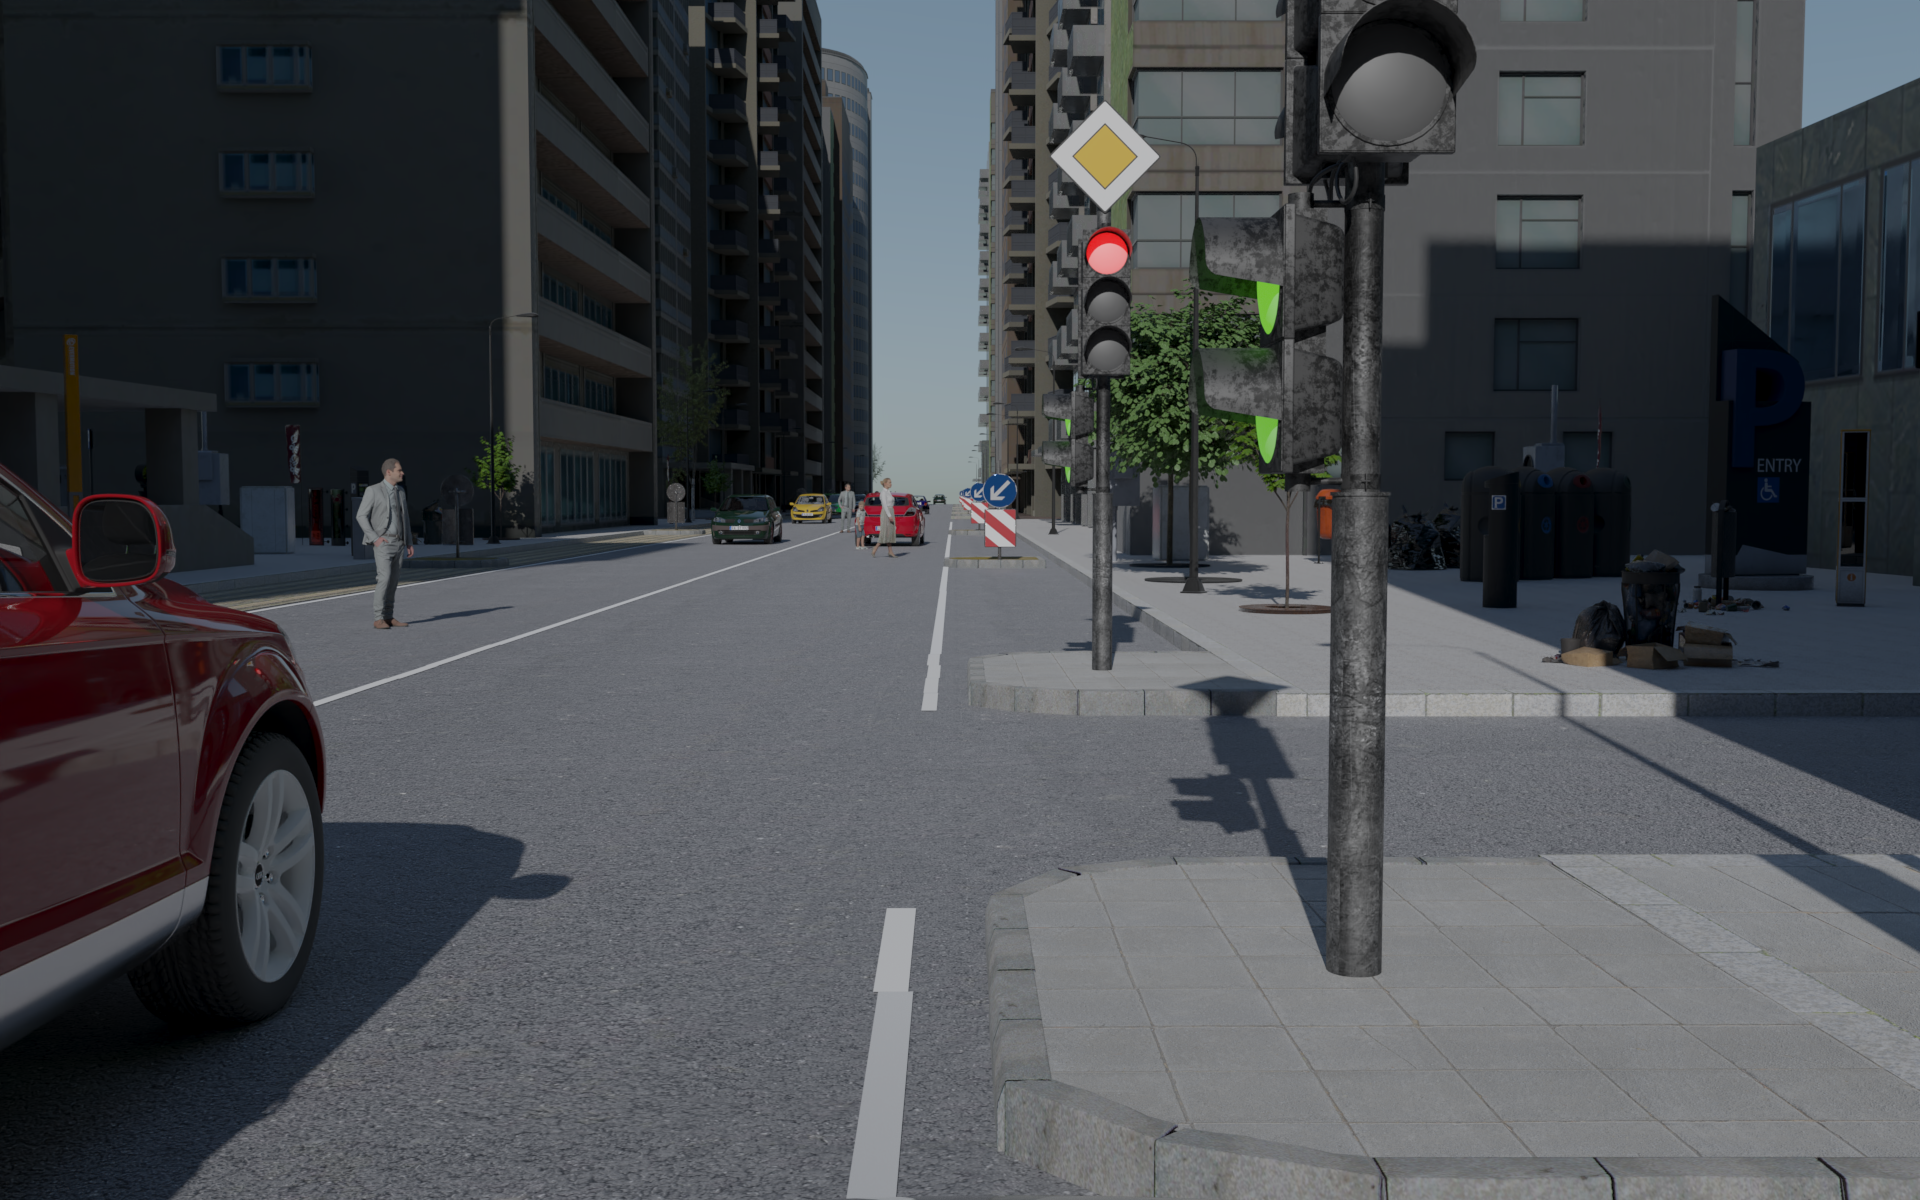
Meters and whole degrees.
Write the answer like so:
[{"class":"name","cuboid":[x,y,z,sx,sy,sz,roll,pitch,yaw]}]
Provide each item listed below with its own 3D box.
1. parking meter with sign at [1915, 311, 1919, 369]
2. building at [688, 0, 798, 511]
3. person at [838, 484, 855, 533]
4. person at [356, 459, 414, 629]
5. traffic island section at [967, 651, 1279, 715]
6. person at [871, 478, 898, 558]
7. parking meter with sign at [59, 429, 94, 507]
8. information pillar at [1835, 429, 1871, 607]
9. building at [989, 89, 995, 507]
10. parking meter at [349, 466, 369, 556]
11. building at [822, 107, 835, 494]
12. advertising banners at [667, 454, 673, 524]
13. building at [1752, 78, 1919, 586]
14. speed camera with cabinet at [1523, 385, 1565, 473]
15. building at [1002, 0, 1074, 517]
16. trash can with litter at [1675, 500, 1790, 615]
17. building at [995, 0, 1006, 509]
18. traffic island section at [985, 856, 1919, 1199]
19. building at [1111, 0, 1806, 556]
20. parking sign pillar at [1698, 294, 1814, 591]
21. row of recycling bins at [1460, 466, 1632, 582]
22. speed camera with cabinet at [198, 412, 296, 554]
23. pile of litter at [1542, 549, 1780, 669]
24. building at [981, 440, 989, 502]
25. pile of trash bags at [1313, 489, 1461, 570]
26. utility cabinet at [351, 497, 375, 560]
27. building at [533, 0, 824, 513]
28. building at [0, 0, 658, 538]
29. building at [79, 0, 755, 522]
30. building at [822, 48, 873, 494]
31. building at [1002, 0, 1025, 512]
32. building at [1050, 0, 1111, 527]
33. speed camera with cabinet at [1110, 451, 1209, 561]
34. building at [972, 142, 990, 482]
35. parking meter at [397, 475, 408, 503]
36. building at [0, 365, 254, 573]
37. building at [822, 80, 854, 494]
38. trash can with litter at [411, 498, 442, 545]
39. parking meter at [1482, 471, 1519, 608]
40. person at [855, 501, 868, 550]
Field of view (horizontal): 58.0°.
[{"class":"parking meter with sign","cuboid":[9.800,-1.206,15.974,0.543,3.016,1.738,-2,4,-35]},{"class":"building","cuboid":[-23.580,-28.809,125.653,22.147,44.769,28.867,0,4,0]},{"class":"person","cuboid":[-4.189,-3.395,64.114,0.635,1.810,0.391,-1,4,-16]},{"class":"person","cuboid":[-6.149,-0.612,18.610,0.391,1.810,0.635,1,4,16]},{"class":"traffic island section","cuboid":[1.058,0.589,12.651,2.009,0.180,2.903,0,4,0]},{"class":"person","cuboid":[-1.707,-1.851,38.991,0.641,1.798,0.478,1,4,22]},{"class":"parking meter with sign","cuboid":[-23.907,-3.033,45.856,1.738,3.016,0.543,-2,4,-30]},{"class":"information pillar","cuboid":[10.188,-0.934,19.766,0.304,2.012,0.304,2,4,25]},{"class":"building","cuboid":[10.023,-30.260,178.337,14.154,41.232,14.086,0,4,0]},{"class":"parking meter","cuboid":[-12.396,-1.839,35.784,0.399,1.863,0.255,3,5,44]},{"class":"building","cuboid":[-20.365,-30.224,177.759,14.154,41.232,14.086,0,4,0]},{"class":"advertising banners","cuboid":[-12.533,-4.816,74.929,0.090,3.025,2.074,-1,4,-15]},{"class":"building","cuboid":[28.830,-43.249,19.798,31.000,86.520,22.319,0,4,0]},{"class":"speed camera with cabinet","cuboid":[10.603,-2.317,32.225,0.660,3.252,2.038,0,4,-1]},{"class":"building","cuboid":[13.812,-27.530,104.739,22.147,44.769,28.867,0,4,0]},{"class":"trash can with litter","cuboid":[8.355,-0.507,19.350,1.678,1.210,2.233,2,4,32]},{"class":"building","cuboid":[13.510,-37.101,148.598,21.231,58.520,28.212,0,4,0]},{"class":"traffic island section","cuboid":[1.083,1.077,4.666,2.009,0.180,2.903,0,4,0]},{"class":"building","cuboid":[10.555,-21.913,41.865,14.154,41.232,14.086,0,4,0]},{"class":"parking sign pillar","cuboid":[10.866,-2.145,23.548,1.447,3.967,1.447,-1,4,-13]},{"class":"row of recycling bins","cuboid":[8.869,-1.172,26.269,3.534,1.692,1.069,-2,4,-35]},{"class":"speed camera with cabinet","cuboid":[-15.382,-2.615,37.092,2.038,3.252,0.660,0,4,-4]},{"class":"pile of litter","cuboid":[5.326,0.054,13.090,1.719,0.858,1.176,1,4,22]},{"class":"building","cuboid":[13.837,-54.255,199.738,22.319,86.520,31.000,0,4,0]},{"class":"pile of trash bags","cuboid":[7.502,-1.287,30.790,1.912,1.369,3.447,-2,4,-29]},{"class":"utility cabinet","cuboid":[-11.618,-1.419,34.368,0.306,1.237,1.020,1,4,17]},{"class":"building","cuboid":[-23.405,-32.234,150.725,21.300,48.544,21.600,0,4,0]},{"class":"building","cuboid":[-23.097,-26.657,59.544,21.300,48.544,21.600,0,4,0]},{"class":"building","cuboid":[-28.661,-24.924,99.396,32.217,40.220,23.993,0,4,0]},{"class":"building","cuboid":[-22.707,-41.971,228.225,21.231,58.520,28.212,0,4,0]},{"class":"building","cuboid":[10.167,-29.171,127.055,14.600,45.320,14.200,0,4,0]},{"class":"building","cuboid":[15.261,-27.660,71.855,23.786,49.044,30.456,0,4,0]},{"class":"speed camera with cabinet","cuboid":[3.741,-2.385,33.329,2.038,3.252,0.660,-1,4,-9]},{"class":"building","cuboid":[13.607,-37.428,231.552,23.786,49.044,30.456,0,4,0]},{"class":"parking meter","cuboid":[-14.934,-2.475,46.177,0.399,1.863,0.255,-1,4,-18]},{"class":"building","cuboid":[-28.908,-20.269,23.272,32.217,40.220,23.993,0,4,0]},{"class":"building","cuboid":[-19.447,-33.128,191.754,14.600,45.320,14.200,0,4,0]},{"class":"trash can with litter","cuboid":[-13.620,-1.989,43.913,1.055,1.170,0.624,-1,4,-11]},{"class":"parking meter","cuboid":[6.109,-0.682,19.564,0.372,1.533,0.369,0,3,0]},{"class":"person","cuboid":[-2.544,-1.932,44.765,0.332,1.250,0.352,-2,4,-24]}]
